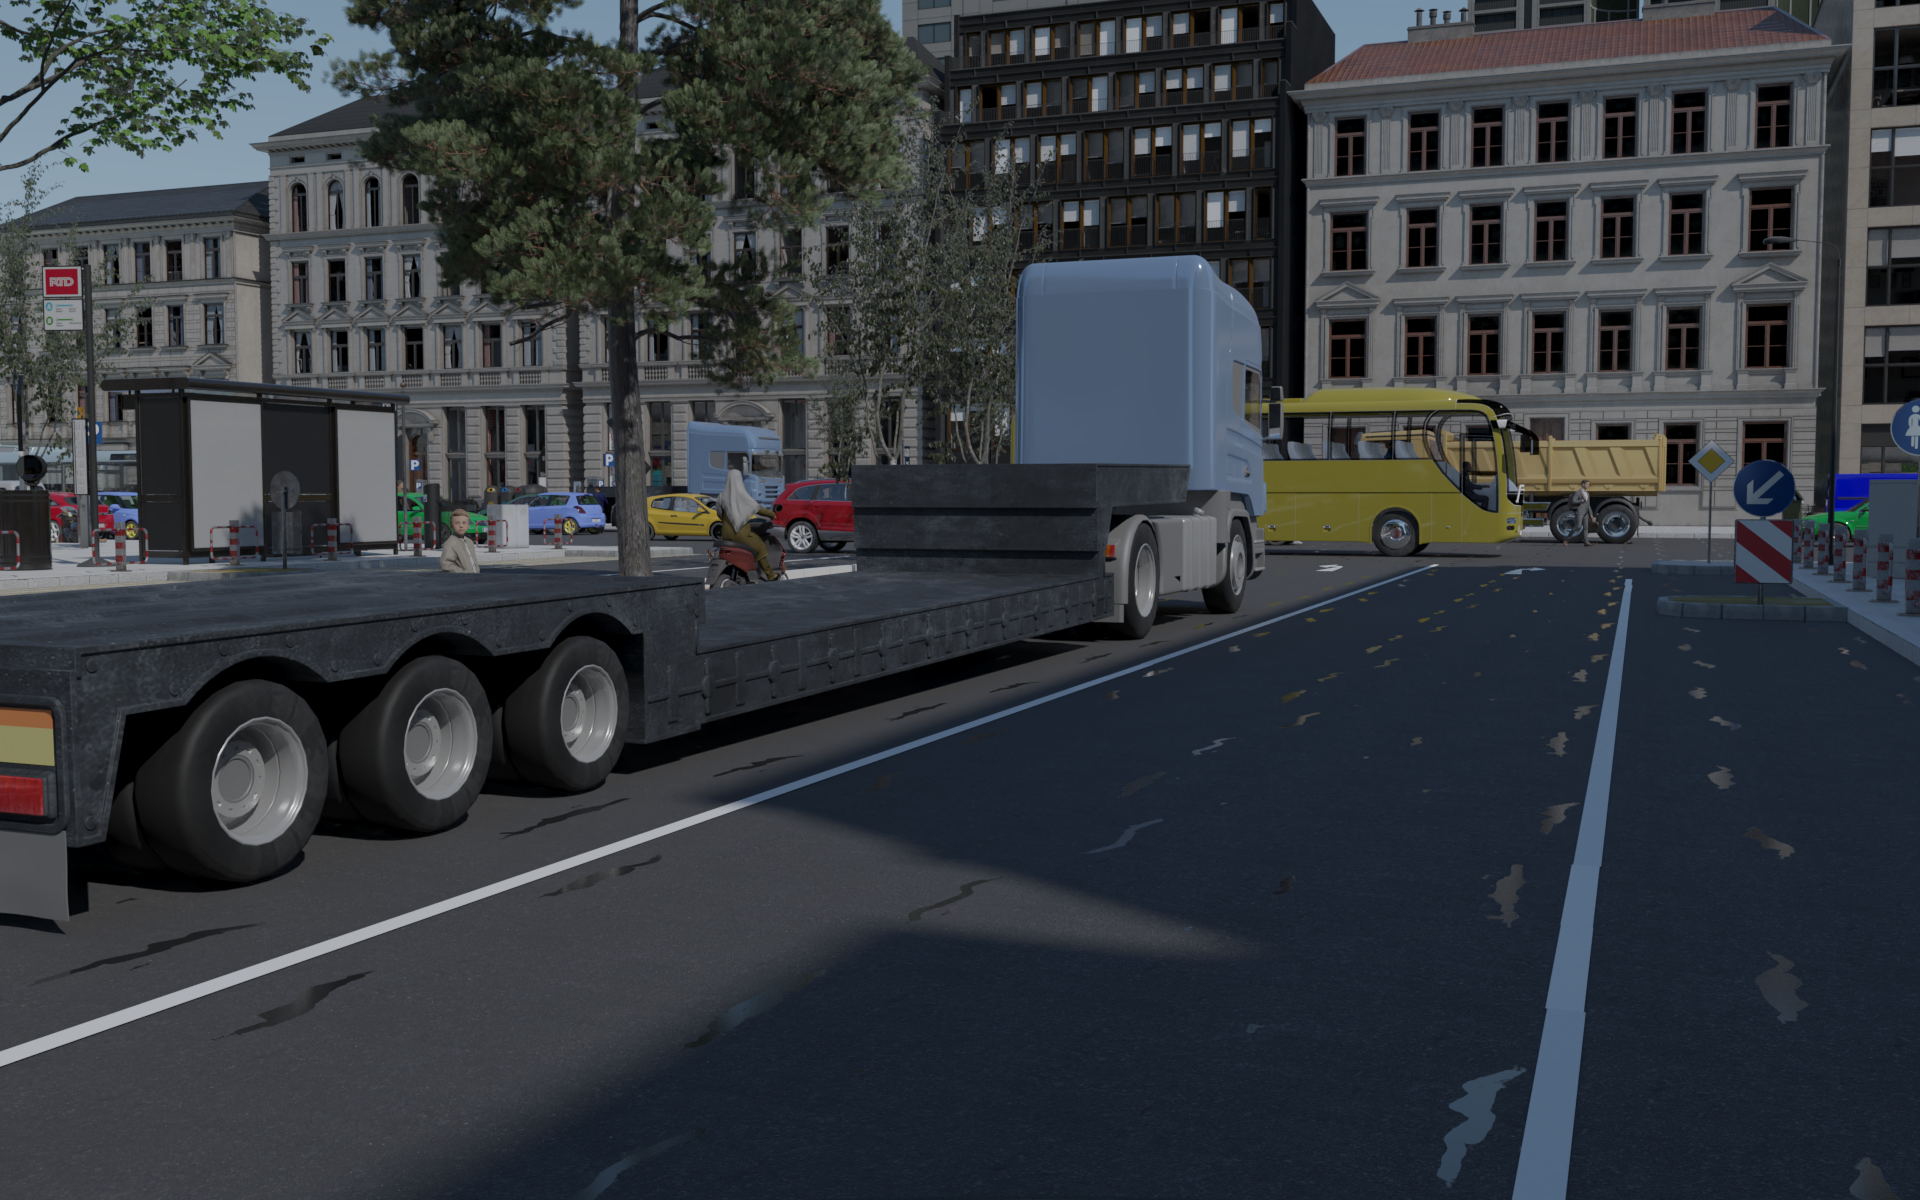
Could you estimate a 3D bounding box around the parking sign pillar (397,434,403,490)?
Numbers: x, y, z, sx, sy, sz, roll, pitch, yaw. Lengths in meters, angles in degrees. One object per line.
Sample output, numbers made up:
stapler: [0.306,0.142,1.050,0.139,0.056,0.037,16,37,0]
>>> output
parking sign pillar: [-25.587,-5.456,77.675,1.447,3.967,1.447,2,4,30]

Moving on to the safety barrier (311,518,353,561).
safety barrier: [-12.026,-1.156,33.180,0.300,0.817,1.120,1,4,21]

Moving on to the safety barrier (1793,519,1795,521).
safety barrier: [15.474,-1.085,32.009,0.300,0.817,1.120,1,4,21]

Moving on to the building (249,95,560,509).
building: [-26.934,-16.281,95.066,19.941,23.489,11.050,1,4,21]

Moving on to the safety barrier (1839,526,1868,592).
safety barrier: [11.842,-0.521,22.790,0.300,0.817,1.120,1,4,21]

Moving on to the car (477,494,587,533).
car: [-15.819,-3.226,64.543,4.920,1.459,2.131,1,4,21]

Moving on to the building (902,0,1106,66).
building: [8.617,-43.152,143.792,20.563,71.187,20.611,1,4,21]

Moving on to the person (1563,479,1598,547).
person: [16.937,-2.372,47.240,0.622,1.834,0.822,-3,5,-44]

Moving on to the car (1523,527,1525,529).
car: [16.252,-2.931,56.964,4.494,1.783,2.155,1,4,21]

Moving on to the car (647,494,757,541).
car: [-8.064,-2.635,53.302,3.980,1.641,2.015,1,4,21]

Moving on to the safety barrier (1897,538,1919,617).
safety barrier: [10.031,-0.240,18.192,0.300,0.817,1.120,1,4,21]

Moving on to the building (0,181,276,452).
building: [-46.004,-14.504,101.762,19.286,19.102,10.561,1,4,21]

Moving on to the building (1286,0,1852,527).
building: [25.627,-14.573,74.430,21.152,22.565,11.583,1,4,21]

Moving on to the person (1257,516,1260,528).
person: [5.093,-1.285,31.219,0.444,1.614,0.593,-3,5,-41]

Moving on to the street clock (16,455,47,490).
street clock: [-17.064,-1.670,31.880,0.471,2.002,0.358,-1,4,-9]

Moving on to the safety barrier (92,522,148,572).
safety barrier: [-13.843,-0.874,28.560,0.300,0.817,1.120,1,4,21]

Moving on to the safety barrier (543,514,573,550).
safety barrier: [-9.303,-1.579,40.100,0.300,0.817,1.120,1,4,21]

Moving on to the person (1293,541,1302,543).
person: [9.553,-2.542,50.247,0.728,1.800,0.709,0,4,4]

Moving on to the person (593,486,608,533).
person: [-13.220,-3.305,63.243,0.504,1.737,0.576,3,5,41]

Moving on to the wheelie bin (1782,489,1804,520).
wheelie bin: [27.009,-2.957,56.258,0.693,1.594,0.980,2,4,30]

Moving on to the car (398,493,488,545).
car: [-14.883,-2.361,47.403,4.718,1.807,1.959,1,4,20]

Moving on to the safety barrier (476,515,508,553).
safety barrier: [-10.209,-1.438,37.791,0.300,0.817,1.120,1,4,21]

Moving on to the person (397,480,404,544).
person: [-16.110,-2.533,49.828,0.656,1.842,0.836,-1,4,-14]

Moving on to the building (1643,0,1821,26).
building: [97.867,-47.911,221.601,20.611,71.187,20.563,1,4,21]

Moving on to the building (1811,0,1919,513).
building: [52.974,-16.134,68.314,34.151,26.468,19.350,1,4,21]

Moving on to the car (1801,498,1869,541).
car: [25.121,-2.323,46.783,4.718,1.807,1.959,1,4,21]

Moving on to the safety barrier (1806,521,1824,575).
safety barrier: [13.660,-0.803,27.398,0.300,0.817,1.120,1,4,21]

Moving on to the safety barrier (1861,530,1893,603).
safety barrier: [10.941,-0.380,20.489,0.300,0.817,1.120,1,4,21]

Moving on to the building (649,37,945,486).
building: [-8.557,-15.807,87.324,19.941,23.489,11.050,1,4,21]

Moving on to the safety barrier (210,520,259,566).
safety barrier: [-12.932,-1.015,30.874,0.300,0.817,1.120,1,4,21]

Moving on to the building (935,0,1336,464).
building: [8.482,-15.391,81.326,15.834,23.373,12.332,1,4,21]

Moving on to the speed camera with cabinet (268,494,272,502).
speed camera with cabinet: [-17.143,-2.871,41.284,2.038,3.252,0.660,0,4,-1]

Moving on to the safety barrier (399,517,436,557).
safety barrier: [-11.114,-1.297,35.485,0.300,0.817,1.120,1,4,21]

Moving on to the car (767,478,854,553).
car: [-2.083,-2.047,42.139,5.304,1.827,2.281,1,4,20]

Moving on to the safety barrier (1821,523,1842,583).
safety barrier: [12.750,-0.661,25.088,0.300,0.817,1.120,1,4,21]

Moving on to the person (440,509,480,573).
person: [-4.311,-0.134,14.958,0.640,1.303,0.475,0,4,3]

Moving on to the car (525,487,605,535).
car: [-14.442,-3.165,61.337,3.694,1.707,1.945,1,4,21]

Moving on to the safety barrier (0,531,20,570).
safety barrier: [-14.749,-0.733,26.261,0.300,0.817,1.120,1,4,21]

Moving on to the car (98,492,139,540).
car: [-26.494,-2.783,55.094,3.694,1.707,1.945,2,4,23]

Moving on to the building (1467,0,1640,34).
building: [78.017,-48.359,228.914,20.611,71.187,20.563,1,4,21]

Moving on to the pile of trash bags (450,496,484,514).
pile of trash bags: [-25.034,-4.677,86.223,1.912,1.369,3.447,3,5,44]

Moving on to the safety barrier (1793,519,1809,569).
safety barrier: [14.565,-0.944,29.711,0.300,0.817,1.120,1,4,21]

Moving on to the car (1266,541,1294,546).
car: [7.766,-2.414,49.259,4.222,1.686,2.009,1,4,21]

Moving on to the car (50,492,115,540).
car: [-27.377,-2.608,51.676,4.494,1.783,2.155,1,4,23]
